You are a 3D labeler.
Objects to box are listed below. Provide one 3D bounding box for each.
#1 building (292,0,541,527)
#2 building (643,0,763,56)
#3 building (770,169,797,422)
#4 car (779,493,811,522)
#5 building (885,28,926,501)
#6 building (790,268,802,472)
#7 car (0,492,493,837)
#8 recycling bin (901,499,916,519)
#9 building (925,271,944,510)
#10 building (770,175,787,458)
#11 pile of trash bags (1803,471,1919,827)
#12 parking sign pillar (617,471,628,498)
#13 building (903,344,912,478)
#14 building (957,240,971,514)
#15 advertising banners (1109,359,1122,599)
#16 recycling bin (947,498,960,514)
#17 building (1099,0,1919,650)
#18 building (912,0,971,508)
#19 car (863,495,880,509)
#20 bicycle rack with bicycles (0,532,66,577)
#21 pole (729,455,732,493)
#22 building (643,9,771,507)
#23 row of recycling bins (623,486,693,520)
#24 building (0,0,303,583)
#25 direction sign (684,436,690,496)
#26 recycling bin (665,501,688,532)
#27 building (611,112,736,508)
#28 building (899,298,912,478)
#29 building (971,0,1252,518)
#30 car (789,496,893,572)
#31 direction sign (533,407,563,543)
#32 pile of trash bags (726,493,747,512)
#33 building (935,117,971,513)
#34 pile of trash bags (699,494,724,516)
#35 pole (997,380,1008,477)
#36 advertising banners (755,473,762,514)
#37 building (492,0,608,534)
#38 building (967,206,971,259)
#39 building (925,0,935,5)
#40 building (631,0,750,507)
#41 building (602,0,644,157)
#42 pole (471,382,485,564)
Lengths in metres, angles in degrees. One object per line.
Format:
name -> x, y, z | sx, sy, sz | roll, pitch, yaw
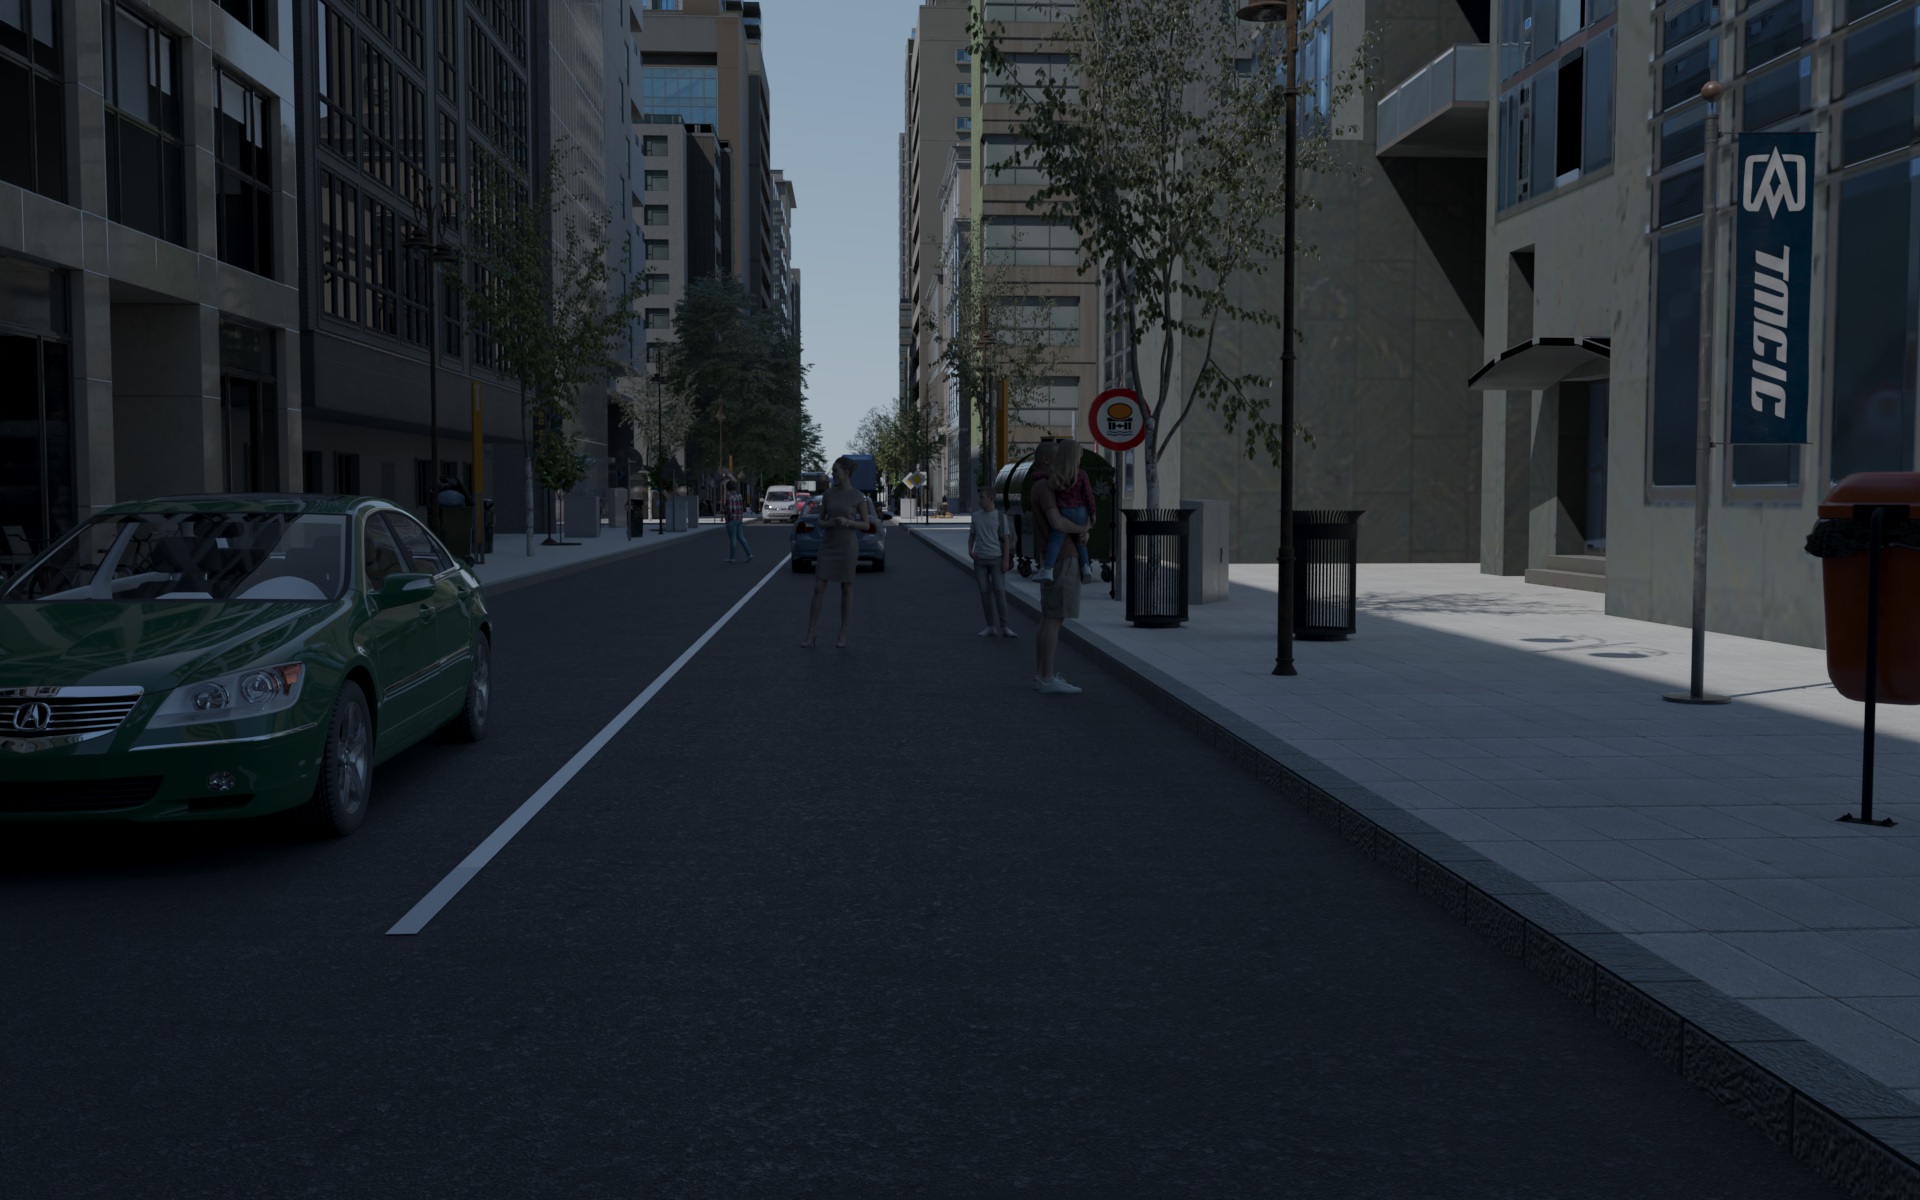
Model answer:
building -> -18.959, -15.063, 39.782 | 14.314, 27.812, 24.014 | 0, 4, -4
building -> -32.949, -54.485, 203.497 | 22.319, 86.520, 31.000 | 0, 4, -4
building -> -41.294, -42.424, 282.871 | 28.713, 52.752, 27.495 | 0, 4, -4
car -> -8.466, -4.972, 90.325 | 2.155, 1.783, 4.494 | 0, 4, -2
building -> -1.557, -60.228, 297.406 | 22.319, 86.520, 31.000 | 0, 4, -4
building -> -35.168, -37.985, 304.651 | 14.154, 41.232, 14.086 | 0, 4, -4
car -> -3.575, 0.191, 8.676 | 2.131, 1.459, 4.920 | 0, 4, -5
recycling bin -> -2.686, -4.758, 90.349 | 0.722, 1.027, 0.722 | 0, 4, 6
building -> 2.297, -18.124, 145.476 | 9.793, 20.994, 18.267 | 0, 4, -4
building -> -36.902, -38.810, 254.152 | 23.786, 49.044, 30.456 | 0, 4, -4
pile of trash bags -> 4.735, 0.233, 5.948 | 3.447, 1.369, 1.912 | 3, 5, 42
parking sign pillar -> -23.514, -8.000, 119.270 | 1.447, 3.967, 1.447 | 0, 4, 6
building -> 7.187, -22.577, 214.175 | 27.650, 21.520, 28.899 | 0, 4, -4
building -> 5.654, -14.815, 106.845 | 10.561, 19.102, 19.286 | 0, 4, -4
advertising banners -> 1.991, -1.576, 21.956 | 0.090, 3.025, 2.074 | 0, 4, 8
recycling bin -> -0.418, -6.120, 112.611 | 0.722, 1.027, 0.722 | 1, 4, 10
building -> 15.461, -43.553, 24.772 | 22.319, 86.520, 31.000 | 0, 4, -4
building -> 6.348, -33.256, 167.438 | 21.300, 48.544, 21.600 | 0, 4, -4
car -> -3.750, -2.830, 58.061 | 2.131, 1.459, 4.920 | 0, 4, -3
bicycle rack with bicycles -> -7.726, -0.201, 16.670 | 2.925, 0.926, 2.852 | 2, 4, 31
pole -> -12.099, -5.969, 91.435 | 0.158, 3.312, 0.155 | 0, 3, 0
building -> -30.659, -33.927, 178.404 | 21.300, 48.544, 21.600 | 0, 4, -4
row of recycling bins -> -15.124, -4.932, 87.750 | 3.534, 1.692, 1.069 | -3, 5, -43
building -> -19.522, -12.611, 10.705 | 19.350, 26.468, 34.151 | 0, 4, -4
direction sign -> -10.626, -4.620, 67.526 | 0.379, 3.537, 0.876 | -1, 4, -23
recycling bin -> -9.615, -2.825, 58.749 | 0.722, 1.027, 0.722 | 0, 4, -6
building -> -24.986, -22.210, 134.831 | 14.160, 30.474, 14.107 | 0, 4, -4
building -> -2.010, -29.573, 255.220 | 14.160, 30.474, 14.107 | 0, 4, -4
building -> 7.286, -23.088, 61.083 | 14.154, 41.232, 14.086 | 0, 4, -4
car -> -2.301, -1.304, 33.318 | 2.014, 1.417, 4.499 | 0, 4, -2
direction sign -> -10.778, -3.265, 45.381 | 0.379, 3.537, 0.876 | 3, 5, 44
pile of trash bags -> -15.953, -6.784, 120.668 | 1.912, 1.369, 3.447 | 0, 4, 4
building -> 5.446, -20.816, 126.241 | 13.634, 28.700, 20.117 | 0, 4, -4
pile of trash bags -> -15.848, -5.566, 100.753 | 3.447, 1.369, 1.912 | 2, 4, 29
pole -> 0.764, -2.281, 31.132 | 0.158, 3.312, 0.155 | 0, 3, 0
advertising banners -> -13.057, -7.112, 112.466 | 0.090, 3.025, 2.074 | 0, 4, 7
building -> -23.271, -14.818, 60.305 | 19.932, 24.808, 12.078 | 0, 4, -4
building -> 12.749, -15.142, 89.367 | 24.055, 21.916, 13.314 | 0, 4, -4
building -> 4.664, -45.841, 187.749 | 20.563, 71.187, 20.611 | 0, 4, -4
building -> -26.831, -31.216, 160.493 | 14.600, 45.320, 14.200 | 0, 4, -4
building -> -32.508, -31.047, 96.858 | 28.713, 52.752, 27.495 | 0, 4, -4
pole -> -8.797, -2.309, 31.588 | 0.158, 3.312, 0.155 | 0, 3, 0
